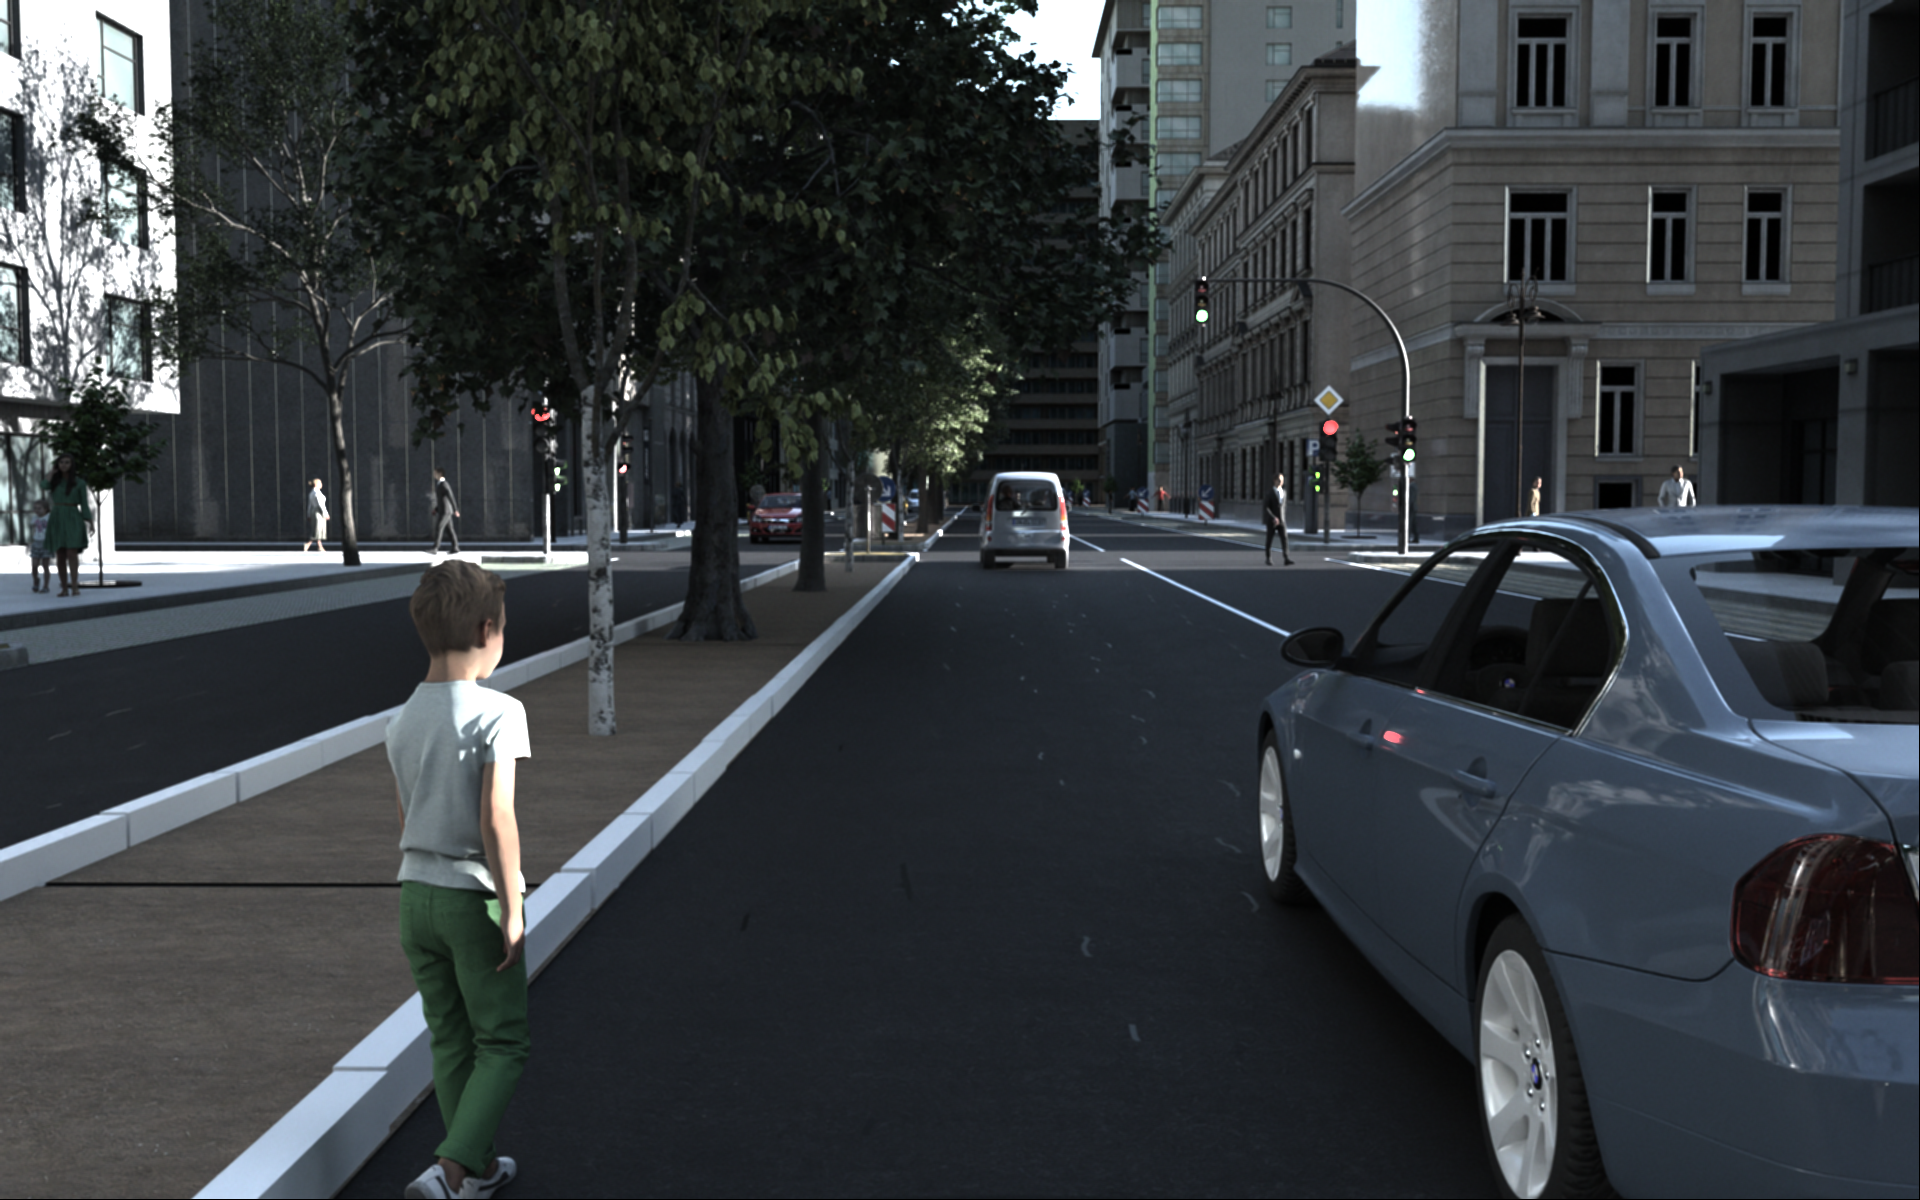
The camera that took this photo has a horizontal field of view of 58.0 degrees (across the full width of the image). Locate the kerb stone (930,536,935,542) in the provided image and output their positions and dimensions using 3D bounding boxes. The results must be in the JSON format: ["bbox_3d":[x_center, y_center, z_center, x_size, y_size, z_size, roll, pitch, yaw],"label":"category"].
[{"bbox_3d":[-0.844,-1.637,48.962,0.120,0.150,1.000,0,4,1],"label":"kerb stone"}]

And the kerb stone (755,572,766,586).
[{"bbox_3d":[-3.174,-0.291,26.962,0.120,0.150,1.000,0,4,1],"label":"kerb stone"}]

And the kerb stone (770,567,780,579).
[{"bbox_3d":[-3.172,-0.417,29.007,0.120,0.150,1.000,0,4,1],"label":"kerb stone"}]

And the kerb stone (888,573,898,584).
[{"bbox_3d":[-1.083,-0.290,26.930,0.120,0.150,1.000,0,4,1],"label":"kerb stone"}]

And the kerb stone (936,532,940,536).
[{"bbox_3d":[-0.782,-1.951,54.092,0.120,0.150,1.000,0,4,1],"label":"kerb stone"}]

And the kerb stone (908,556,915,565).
[{"bbox_3d":[-1.006,-0.727,34.099,0.120,0.150,1.000,0,4,1],"label":"kerb stone"}]

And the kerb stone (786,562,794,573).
[{"bbox_3d":[-3.141,-0.542,31.051,0.120,0.150,1.000,0,4,1],"label":"kerb stone"}]

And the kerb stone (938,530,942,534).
[{"bbox_3d":[-0.748,-2.139,57.174,0.120,0.150,1.000,0,4,1],"label":"kerb stone"}]

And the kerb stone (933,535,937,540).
[{"bbox_3d":[-0.818,-1.762,51.014,0.120,0.150,1.000,0,4,1],"label":"kerb stone"}]

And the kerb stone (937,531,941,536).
[{"bbox_3d":[-0.765,-2.071,56.146,0.120,0.150,1.000,0,4,1],"label":"kerb stone"}]

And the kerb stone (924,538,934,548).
[{"bbox_3d":[-0.858,-1.571,47.940,0.120,0.150,1.000,0,4,1],"label":"kerb stone"}]

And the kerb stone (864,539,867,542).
[{"bbox_3d":[-2.922,-1.765,51.057,0.120,0.150,1.000,0,4,1],"label":"kerb stone"}]

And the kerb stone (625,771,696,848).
[{"bbox_3d":[-1.290,0.901,7.466,0.120,0.150,1.000,0,4,1],"label":"kerb stone"}]

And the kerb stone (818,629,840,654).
[{"bbox_3d":[-1.209,0.400,15.658,0.120,0.150,1.000,0,4,1],"label":"kerb stone"}]

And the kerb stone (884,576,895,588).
[{"bbox_3d":[-1.094,-0.227,25.908,0.120,0.150,1.000,0,4,1],"label":"kerb stone"}]

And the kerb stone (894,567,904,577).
[{"bbox_3d":[-1.061,-0.414,28.978,0.120,0.150,1.000,0,4,1],"label":"kerb stone"}]

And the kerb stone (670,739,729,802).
[{"bbox_3d":[-1.279,0.838,8.488,0.120,0.150,1.000,0,4,1],"label":"kerb stone"}]

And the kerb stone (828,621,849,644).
[{"bbox_3d":[-1.195,0.338,16.683,0.120,0.150,1.000,0,4,1],"label":"kerb stone"}]

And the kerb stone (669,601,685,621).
[{"bbox_3d":[-3.263,0.149,19.792,0.120,0.150,1.000,0,4,1],"label":"kerb stone"}]

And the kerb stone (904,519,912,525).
[{"bbox_3d":[-2.557,-3.834,84.883,0.120,0.150,1.000,0,4,1],"label":"kerb stone"}]

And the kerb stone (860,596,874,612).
[{"bbox_3d":[-1.150,0.089,20.779,0.120,0.150,1.000,0,4,1],"label":"kerb stone"}]

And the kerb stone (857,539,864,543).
[{"bbox_3d":[-2.931,-1.698,50.036,0.120,0.150,1.000,0,4,1],"label":"kerb stone"}]

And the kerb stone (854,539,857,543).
[{"bbox_3d":[-2.970,-1.515,46.958,0.120,0.150,1.000,0,4,1],"label":"kerb stone"}]

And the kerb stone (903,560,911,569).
[{"bbox_3d":[-1.025,-0.603,32.055,0.120,0.150,1.000,0,4,1],"label":"kerb stone"}]

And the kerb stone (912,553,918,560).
[{"bbox_3d":[-0.978,-0.854,36.151,0.120,0.150,1.000,0,4,1],"label":"kerb stone"}]

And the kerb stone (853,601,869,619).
[{"bbox_3d":[-1.160,0.150,19.751,0.120,0.150,1.000,0,4,1],"label":"kerb stone"}]

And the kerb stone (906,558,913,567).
[{"bbox_3d":[-1.018,-0.664,33.077,0.120,0.150,1.000,0,4,1],"label":"kerb stone"}]

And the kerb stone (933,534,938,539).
[{"bbox_3d":[-0.806,-1.822,52.037,0.120,0.150,1.000,0,4,1],"label":"kerb stone"}]

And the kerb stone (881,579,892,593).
[{"bbox_3d":[-1.095,-0.164,24.881,0.120,0.150,1.000,0,4,1],"label":"kerb stone"}]

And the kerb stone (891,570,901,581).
[{"bbox_3d":[-1.072,-0.352,27.955,0.120,0.150,1.000,0,4,1],"label":"kerb stone"}]

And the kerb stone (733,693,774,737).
[{"bbox_3d":[-1.269,0.713,10.537,0.120,0.150,1.000,0,4,1],"label":"kerb stone"}]

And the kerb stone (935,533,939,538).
[{"bbox_3d":[-0.798,-1.883,53.061,0.120,0.150,1.000,0,4,1],"label":"kerb stone"}]

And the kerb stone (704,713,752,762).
[{"bbox_3d":[-1.280,0.776,9.514,0.120,0.150,1.000,0,4,1],"label":"kerb stone"}]

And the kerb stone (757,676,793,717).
[{"bbox_3d":[-1.248,0.653,11.561,0.120,0.150,1.000,0,4,1],"label":"kerb stone"}]

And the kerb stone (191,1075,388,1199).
[{"bbox_3d":[-1.336,1.152,3.355,0.120,0.150,1.000,0,4,1],"label":"kerb stone"}]

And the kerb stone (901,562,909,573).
[{"bbox_3d":[-1.032,-0.536,31.034,0.120,0.150,1.000,0,4,1],"label":"kerb stone"}]

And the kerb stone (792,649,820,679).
[{"bbox_3d":[-1.229,0.525,13.609,0.120,0.150,1.000,0,4,1],"label":"kerb stone"}]

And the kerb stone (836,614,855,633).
[{"bbox_3d":[-1.194,0.275,17.706,0.120,0.150,1.000,0,4,1],"label":"kerb stone"}]

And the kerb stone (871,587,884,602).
[{"bbox_3d":[-1.123,-0.038,22.825,0.120,0.150,1.000,0,4,1],"label":"kerb stone"}]

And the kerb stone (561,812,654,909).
[{"bbox_3d":[-1.304,0.964,6.441,0.120,0.150,1.000,0,4,1],"label":"kerb stone"}]

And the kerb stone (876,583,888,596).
[{"bbox_3d":[-1.114,-0.097,23.849,0.120,0.150,1.000,0,4,1],"label":"kerb stone"}]

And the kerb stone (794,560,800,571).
[{"bbox_3d":[-3.131,-0.604,32.075,0.120,0.150,1.000,0,4,1],"label":"kerb stone"}]

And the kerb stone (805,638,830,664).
[{"bbox_3d":[-1.223,0.462,14.636,0.120,0.150,1.000,0,4,1],"label":"kerb stone"}]

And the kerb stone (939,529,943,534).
[{"bbox_3d":[-0.729,-2.265,59.223,0.120,0.150,1.000,0,4,1],"label":"kerb stone"}]

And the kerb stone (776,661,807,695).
[{"bbox_3d":[-1.238,0.588,12.587,0.120,0.150,1.000,0,4,1],"label":"kerb stone"}]

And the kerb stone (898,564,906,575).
[{"bbox_3d":[-1.059,-0.478,30.012,0.120,0.150,1.000,0,4,1],"label":"kerb stone"}]

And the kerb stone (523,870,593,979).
[{"bbox_3d":[-1.326,1.035,5.409,0.120,0.150,1.000,0,4,1],"label":"kerb stone"}]

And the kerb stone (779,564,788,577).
[{"bbox_3d":[-3.148,-0.477,30.029,0.120,0.150,1.000,0,4,1],"label":"kerb stone"}]

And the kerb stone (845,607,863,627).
[{"bbox_3d":[-1.175,0.215,18.728,0.120,0.150,1.000,0,4,1],"label":"kerb stone"}]

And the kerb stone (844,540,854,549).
[{"bbox_3d":[-2.973,-1.450,45.927,0.120,0.150,1.000,0,4,1],"label":"kerb stone"}]

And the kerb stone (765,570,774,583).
[{"bbox_3d":[-3.164,-0.354,27.985,0.120,0.150,1.000,0,4,1],"label":"kerb stone"}]

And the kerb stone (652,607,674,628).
[{"bbox_3d":[-3.277,0.210,18.757,0.120,0.150,1.000,0,4,1],"label":"kerb stone"}]

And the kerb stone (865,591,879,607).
[{"bbox_3d":[-1.138,0.024,21.803,0.120,0.150,1.000,0,4,1],"label":"kerb stone"}]

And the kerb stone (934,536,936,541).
[{"bbox_3d":[-0.836,-1.697,49.987,0.120,0.150,1.000,0,4,1],"label":"kerb stone"}]

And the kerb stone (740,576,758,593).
[{"bbox_3d":[-3.195,-0.229,25.941,0.120,0.150,1.000,0,4,1],"label":"kerb stone"}]

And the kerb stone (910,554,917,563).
[{"bbox_3d":[-0.995,-0.791,35.121,0.120,0.150,1.000,0,4,1],"label":"kerb stone"}]

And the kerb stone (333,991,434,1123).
[{"bbox_3d":[-1.339,1.090,4.382,0.120,0.150,1.000,0,4,1],"label":"kerb stone"}]
